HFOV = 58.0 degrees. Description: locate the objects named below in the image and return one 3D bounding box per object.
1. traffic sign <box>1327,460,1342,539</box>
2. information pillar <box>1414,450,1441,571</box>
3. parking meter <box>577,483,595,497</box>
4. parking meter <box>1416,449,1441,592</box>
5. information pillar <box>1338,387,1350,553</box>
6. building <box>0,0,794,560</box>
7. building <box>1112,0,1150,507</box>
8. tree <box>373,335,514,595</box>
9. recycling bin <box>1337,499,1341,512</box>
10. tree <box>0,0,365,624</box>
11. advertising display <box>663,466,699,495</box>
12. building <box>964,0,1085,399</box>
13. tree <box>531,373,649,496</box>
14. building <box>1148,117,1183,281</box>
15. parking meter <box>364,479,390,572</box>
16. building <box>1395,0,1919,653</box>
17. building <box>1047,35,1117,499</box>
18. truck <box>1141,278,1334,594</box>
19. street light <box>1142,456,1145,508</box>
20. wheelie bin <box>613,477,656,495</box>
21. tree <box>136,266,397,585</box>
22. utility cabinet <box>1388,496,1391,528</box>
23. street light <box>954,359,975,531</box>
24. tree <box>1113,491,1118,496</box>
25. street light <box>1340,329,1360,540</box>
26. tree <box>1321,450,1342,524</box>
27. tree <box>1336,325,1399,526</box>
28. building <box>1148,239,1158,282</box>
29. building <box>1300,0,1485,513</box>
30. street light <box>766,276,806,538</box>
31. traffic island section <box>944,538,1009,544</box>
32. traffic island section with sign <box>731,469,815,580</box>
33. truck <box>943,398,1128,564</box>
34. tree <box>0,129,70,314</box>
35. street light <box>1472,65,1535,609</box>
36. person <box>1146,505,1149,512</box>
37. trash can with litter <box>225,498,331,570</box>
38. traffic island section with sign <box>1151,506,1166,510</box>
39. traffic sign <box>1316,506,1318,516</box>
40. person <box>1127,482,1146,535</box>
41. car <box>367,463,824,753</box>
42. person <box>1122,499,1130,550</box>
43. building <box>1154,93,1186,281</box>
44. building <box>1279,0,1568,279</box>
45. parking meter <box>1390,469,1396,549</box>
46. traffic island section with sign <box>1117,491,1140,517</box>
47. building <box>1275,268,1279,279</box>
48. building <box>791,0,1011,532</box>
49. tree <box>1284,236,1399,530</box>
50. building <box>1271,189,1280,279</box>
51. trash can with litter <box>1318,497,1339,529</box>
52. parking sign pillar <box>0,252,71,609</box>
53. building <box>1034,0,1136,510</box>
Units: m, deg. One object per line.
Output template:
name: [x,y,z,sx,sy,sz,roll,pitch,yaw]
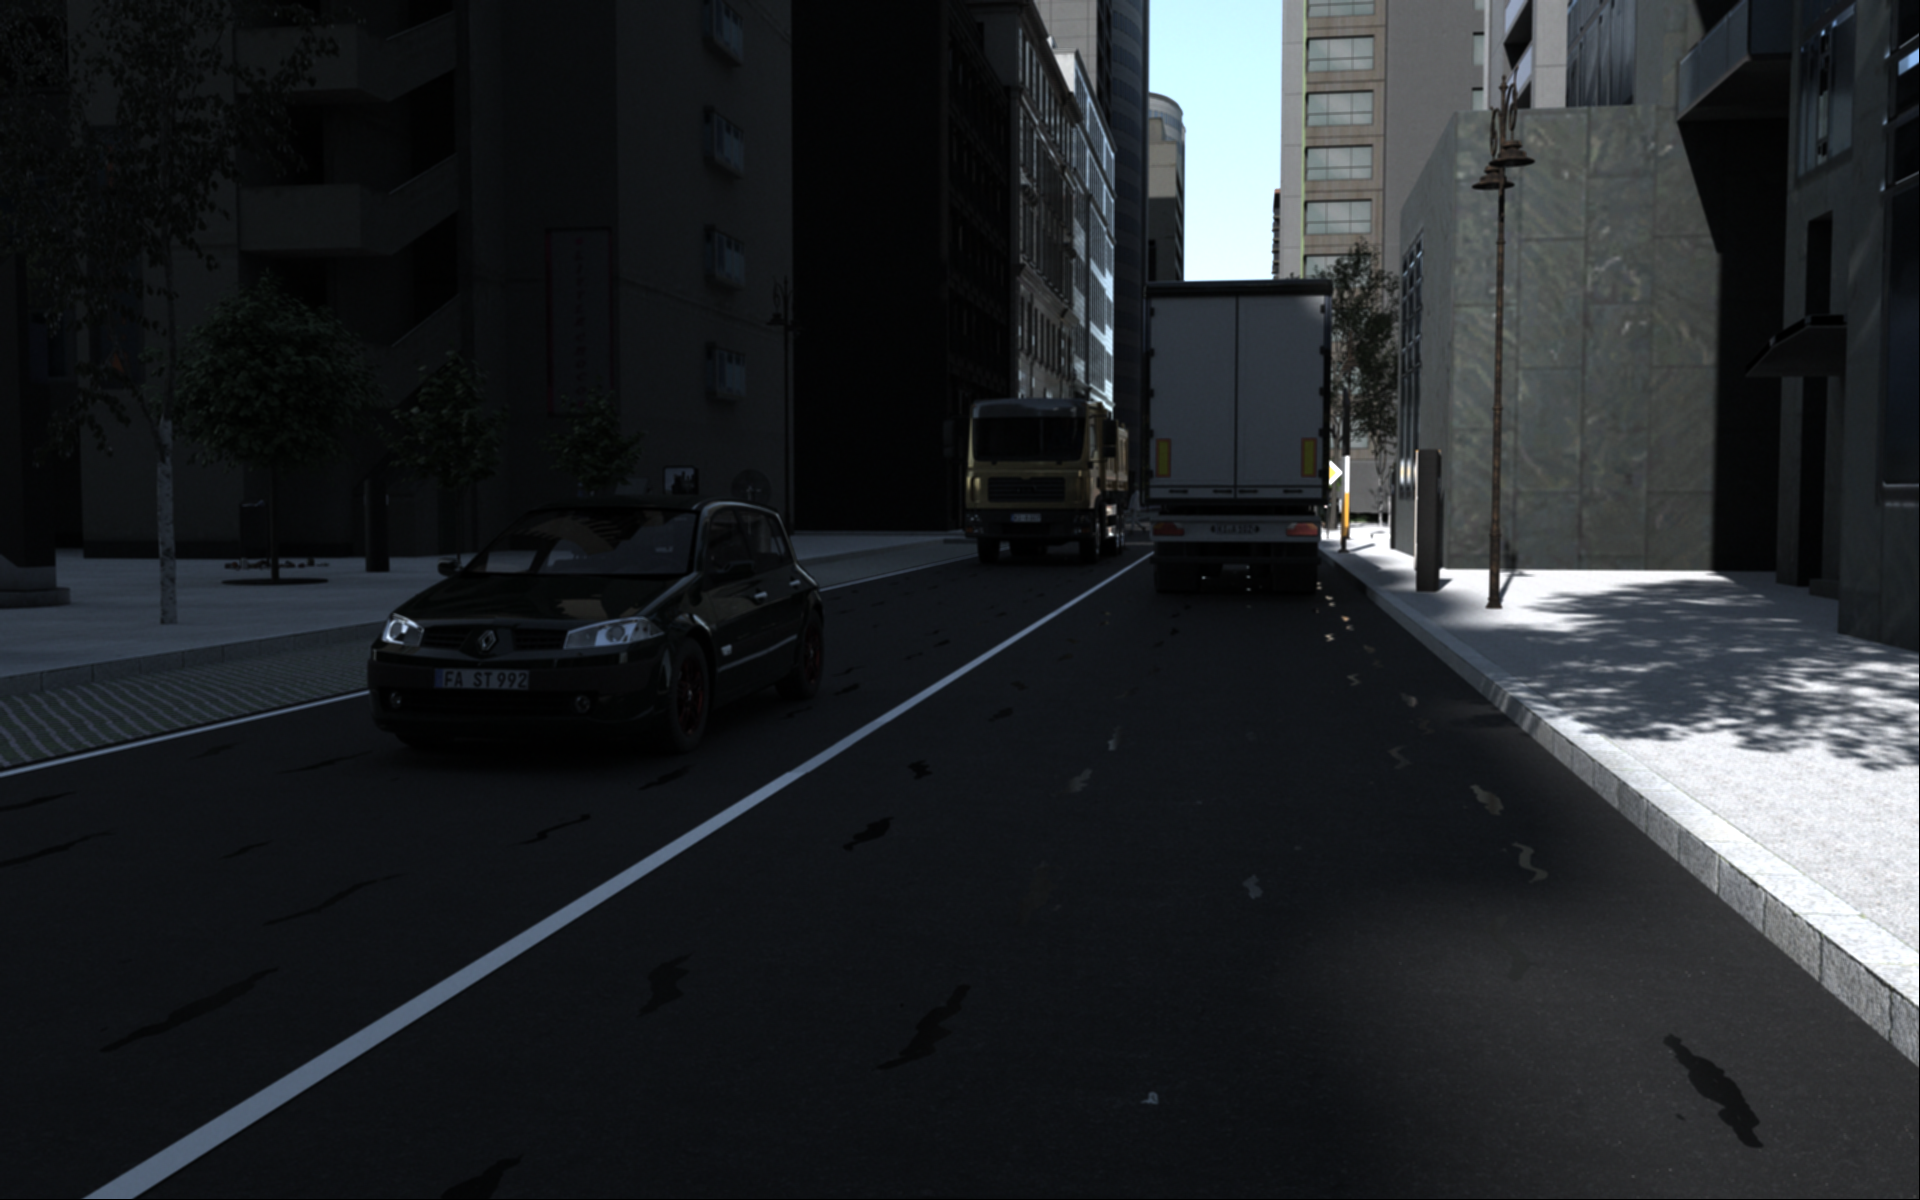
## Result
traffic sign: [10.468,-2.790,49.265,0.795,2.450,0.064,1,4,9]
information pillar: [7.827,-1.500,29.013,0.304,2.012,0.304,3,5,41]
parking meter: [-7.081,-1.501,32.947,0.372,1.533,0.369,0,3,0]
parking meter: [6.179,-1.047,22.831,0.255,1.863,0.399,1,4,23]
information pillar: [8.402,-2.838,37.761,0.183,3.616,0.504,0,4,3]
building: [-17.238,-25.672,43.442,21.600,48.544,21.300,1,4,9]
building: [6.971,-38.302,168.242,21.231,58.520,28.212,1,4,9]
tree: [-6.305,-1.629,21.228,1.663,3.219,1.824,0,3,0]
recycling bin: [17.755,-4.188,81.034,0.722,1.027,0.722,0,4,8]
tree: [-8.069,-4.066,16.849,4.360,8.622,3.978,0,3,0]
advertising display: [-6.374,-2.102,39.576,0.974,1.923,0.123,2,4,33]
building: [-1.105,-17.730,87.148,12.463,27.353,25.104,1,4,9]
tree: [-5.707,-2.024,27.690,1.663,3.219,1.824,0,3,0]
building: [18.000,-36.950,227.834,21.300,48.544,21.600,1,4,9]
parking meter: [-9.618,-1.232,28.561,0.372,1.533,0.369,0,3,0]
building: [18.502,-43.272,20.177,22.319,86.520,31.000,1,4,9]
building: [3.581,-20.586,114.076,11.434,29.767,29.804,1,4,9]
truck: [4.528,-2.404,28.226,2.839,4.237,11.283,1,4,9]
street light: [17.531,-11.758,165.033,0.468,5.910,1.993,1,4,9]
wheelie bin: [-6.117,-1.505,32.508,0.980,1.594,0.693,1,4,17]
tree: [-9.833,-2.521,24.925,4.285,4.588,4.351,0,3,0]
utility cabinet: [16.962,-3.391,66.610,1.020,1.237,0.306,-1,4,-22]
street light: [0.160,-5.289,59.258,0.468,5.910,1.993,1,4,9]
tree: [11.621,-8.305,130.395,1.663,3.219,1.824,0,3,0]
street light: [10.954,-4.648,48.781,0.468,5.910,1.993,1,4,9]
tree: [15.845,-4.870,74.232,1.663,3.219,1.824,0,3,0]
tree: [17.025,-7.296,69.656,4.360,8.622,3.978,0,3,0]
building: [14.233,-25.578,189.908,14.160,30.474,14.107,1,4,9]
building: [24.303,-24.674,87.019,14.154,41.232,14.086,1,4,9]
street light: [-3.685,-3.916,36.808,0.468,5.910,1.993,1,4,9]
traffic island section: [0.735,-1.754,50.956,2.009,0.180,2.903,1,4,9]
traffic island section with sign: [-3.311,-1.099,26.589,1.989,1.847,2.006,1,4,9]
truck: [2.012,-2.568,37.903,3.469,3.379,9.791,1,4,10]
tree: [-17.238,-4.771,28.373,4.737,8.622,4.395,0,3,0]
street light: [5.999,-2.843,19.279,0.468,5.910,1.993,1,4,9]
person: [14.650,-7.754,136.066,0.721,1.735,1.217,0,4,5]
trash can with litter: [-11.900,-1.173,30.231,1.678,1.210,2.233,3,4,38]
traffic island section with sign: [18.321,-9.072,156.958,1.989,1.847,2.006,1,4,9]
traffic sign: [11.775,-3.272,57.143,0.795,2.450,0.064,1,4,9]
person: [6.238,-3.222,61.065,0.818,1.842,0.514,-1,4,-17]
car: [-2.096,-0.069,10.915,2.009,1.686,4.222,1,4,10]
person: [4.157,-1.918,44.134,0.394,1.301,0.425,-1,4,-17]
building: [21.536,-43.434,252.143,21.231,58.520,28.212,1,4,9]
building: [31.945,-35.029,114.719,21.231,58.520,28.212,1,4,9]
parking meter: [10.192,-2.116,40.314,0.255,1.863,0.399,0,4,0]
traffic island section with sign: [10.187,-6.073,107.929,1.989,1.847,2.006,1,4,9]
building: [47.068,-27.471,220.844,14.160,30.474,14.107,1,4,9]
building: [-5.203,-14.528,67.217,12.332,23.373,15.834,1,4,9]
tree: [13.748,-7.809,62.084,7.601,10.594,8.767,0,4,-6]
building: [54.551,-35.894,241.483,22.147,44.769,28.867,1,4,9]
trash can with litter: [13.473,-3.179,63.370,0.624,1.170,1.055,0,4,-7]
parking sign pillar: [-11.059,-1.918,19.837,1.447,3.967,1.447,1,4,21]
building: [4.222,-43.141,143.612,20.563,71.187,20.611,1,4,9]
